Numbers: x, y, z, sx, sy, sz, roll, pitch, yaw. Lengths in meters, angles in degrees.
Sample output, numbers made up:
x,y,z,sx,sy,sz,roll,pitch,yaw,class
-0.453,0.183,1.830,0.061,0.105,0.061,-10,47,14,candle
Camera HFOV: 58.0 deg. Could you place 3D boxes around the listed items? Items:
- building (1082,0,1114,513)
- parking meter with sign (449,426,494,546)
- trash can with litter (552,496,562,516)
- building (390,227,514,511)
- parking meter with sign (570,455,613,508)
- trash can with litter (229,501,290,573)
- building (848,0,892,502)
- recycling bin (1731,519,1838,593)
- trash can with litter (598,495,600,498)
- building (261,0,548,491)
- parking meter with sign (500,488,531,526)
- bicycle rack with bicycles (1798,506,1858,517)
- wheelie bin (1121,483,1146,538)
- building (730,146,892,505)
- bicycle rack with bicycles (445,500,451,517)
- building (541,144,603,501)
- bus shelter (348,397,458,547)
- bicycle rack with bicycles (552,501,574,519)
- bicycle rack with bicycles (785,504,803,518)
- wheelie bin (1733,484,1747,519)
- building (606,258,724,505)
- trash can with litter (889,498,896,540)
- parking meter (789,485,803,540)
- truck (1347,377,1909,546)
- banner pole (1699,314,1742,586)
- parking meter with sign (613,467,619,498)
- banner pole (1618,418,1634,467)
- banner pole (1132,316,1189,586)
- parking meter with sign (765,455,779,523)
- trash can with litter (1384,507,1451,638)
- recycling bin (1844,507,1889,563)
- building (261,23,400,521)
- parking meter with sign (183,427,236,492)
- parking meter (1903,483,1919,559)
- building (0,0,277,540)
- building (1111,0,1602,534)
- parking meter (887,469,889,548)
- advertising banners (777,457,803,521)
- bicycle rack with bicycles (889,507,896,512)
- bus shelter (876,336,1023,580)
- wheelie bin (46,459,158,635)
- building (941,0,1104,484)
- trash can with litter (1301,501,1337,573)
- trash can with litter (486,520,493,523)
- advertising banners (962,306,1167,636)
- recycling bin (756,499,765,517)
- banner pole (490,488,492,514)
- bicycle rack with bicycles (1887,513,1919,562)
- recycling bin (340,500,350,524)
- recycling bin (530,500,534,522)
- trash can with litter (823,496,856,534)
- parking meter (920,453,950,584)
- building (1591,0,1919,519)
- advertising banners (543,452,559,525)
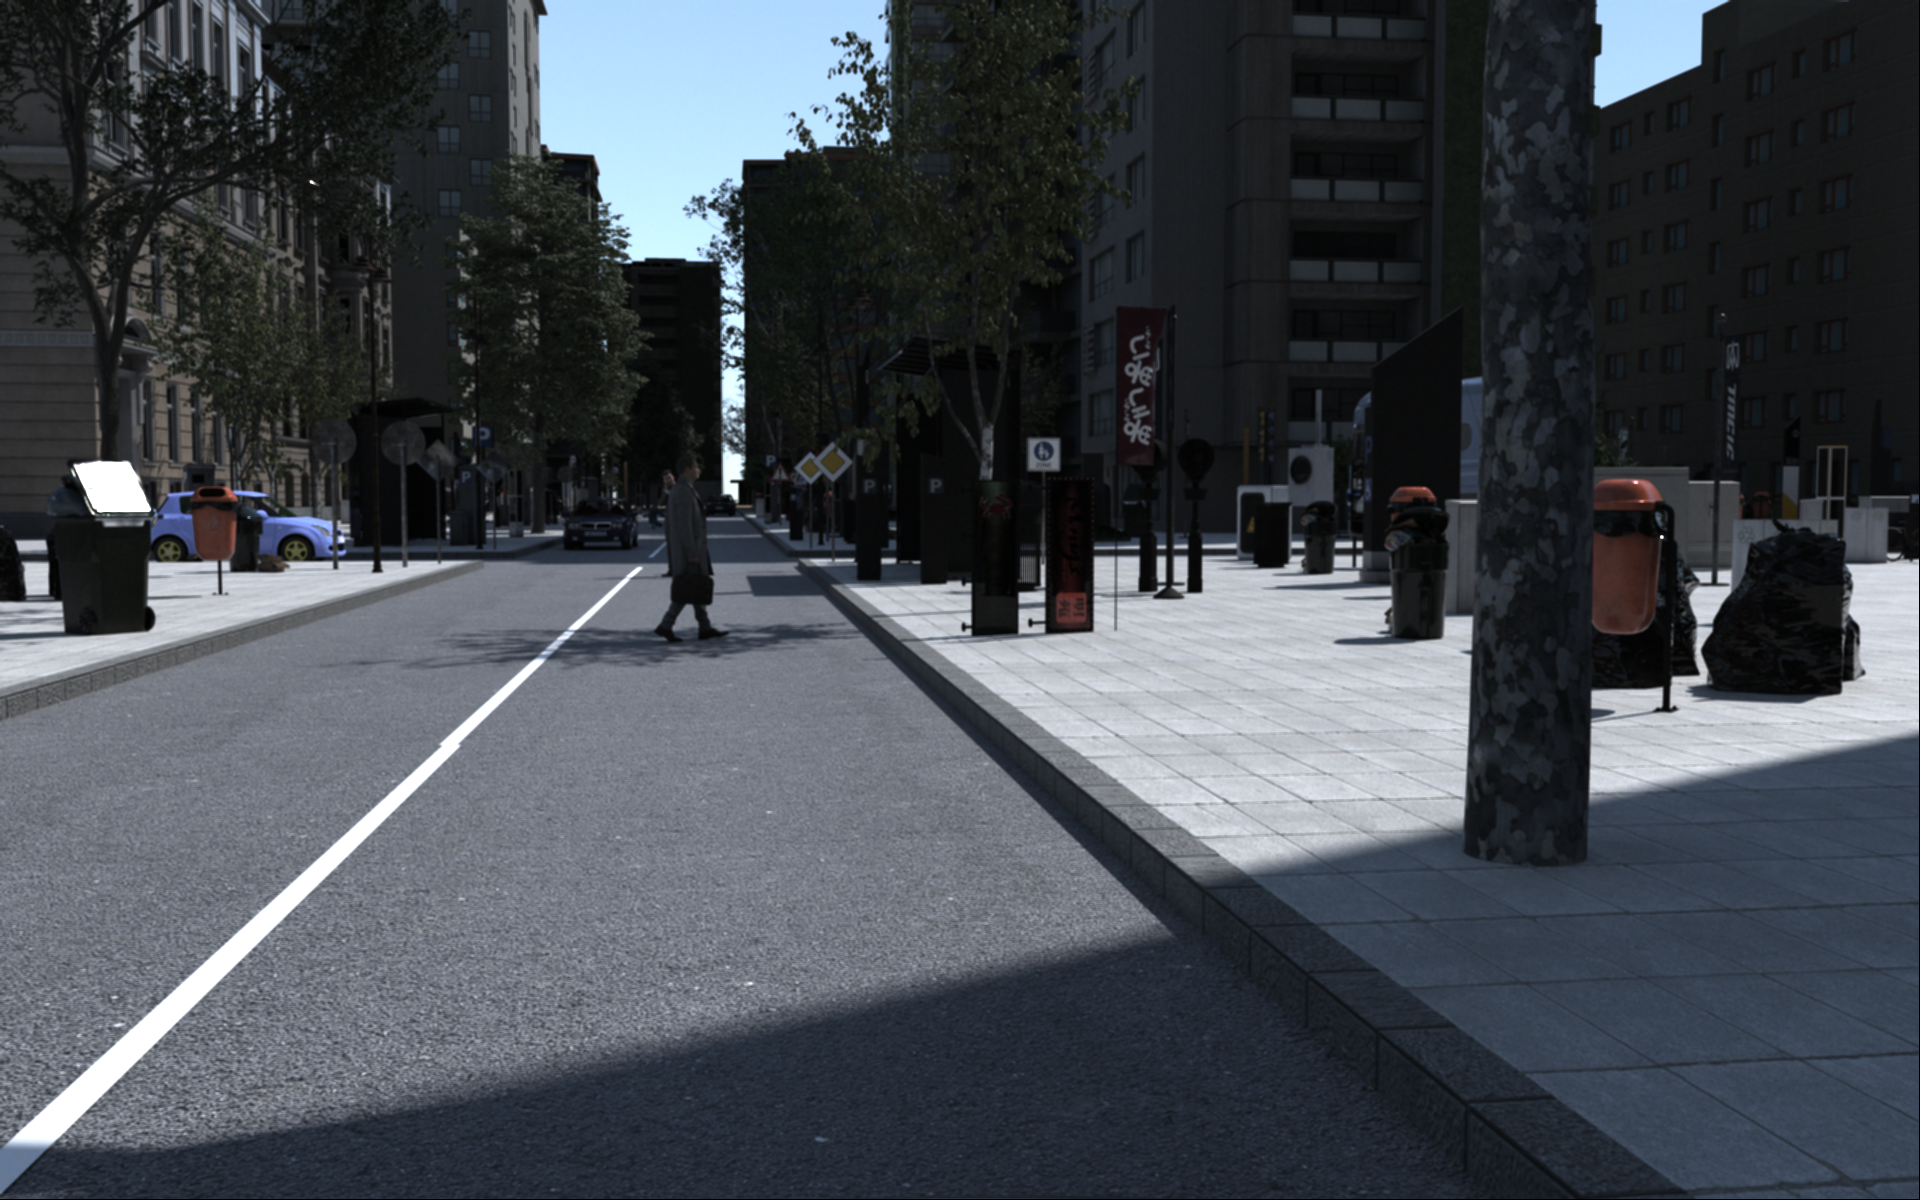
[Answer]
x,y,z,sx,sy,sz,roll,pitch,yaw,class
2.639,-27.219,128.622,14.154,41.232,14.086,0,4,-8,building
-12.345,-2.901,43.697,0.543,3.016,1.738,0,4,8,parking meter with sign
-23.726,-5.466,100.752,1.055,1.170,0.624,-2,4,-24,trash can with litter
-48.117,-17.129,125.104,27.650,21.520,28.899,0,4,-8,building
-16.593,-4.980,77.682,0.543,3.016,1.738,3,5,44,parking meter with sign
-11.582,-1.052,28.584,1.055,1.170,0.624,1,4,13,trash can with litter
1.503,-52.117,164.783,22.319,86.520,31.000,0,4,-8,building
8.201,-0.287,17.241,0.722,1.027,0.722,-2,4,-33,recycling bin
-21.042,-5.355,98.604,2.233,1.210,1.678,-1,4,-12,trash can with litter
-53.373,-34.951,160.681,27.495,52.752,28.713,0,4,-8,building
-17.867,-4.538,70.456,1.738,3.016,0.543,0,4,0,parking meter with sign
26.846,-2.463,53.657,2.852,0.926,2.925,1,4,10,bicycle rack with bicycles
5.208,-2.654,51.296,0.980,1.594,0.693,3,5,41,wheelie bin
-14.925,-34.641,220.997,28.867,44.769,22.147,0,4,-8,building
-28.162,-5.037,95.733,2.925,0.926,2.852,1,4,22,bicycle rack with bicycles
-59.152,-34.231,214.307,28.867,44.769,22.147,0,4,-8,building
-14.385,-3.289,45.060,1.731,3.624,6.357,0,4,-8,bus shelter
-20.833,-4.672,89.766,2.852,0.926,2.925,-3,4,-37,bicycle rack with bicycles
-8.327,-4.849,92.655,2.852,0.926,2.925,2,4,30,bicycle rack with bicycles
22.282,-2.571,49.937,0.693,1.594,0.980,1,4,18,wheelie bin
-36.536,-27.113,214.992,14.107,30.474,14.160,0,4,-8,building
-2.134,-2.303,49.036,1.055,1.170,0.624,3,4,38,trash can with litter
-4.539,-2.422,48.003,0.372,1.533,0.369,0,3,0,parking meter
17.703,-3.106,40.535,18.799,4.110,2.967,-1,4,-9,truck
10.579,-2.075,23.943,0.401,3.779,0.863,0,4,0,banner pole
-22.522,-7.003,110.756,1.738,3.016,0.543,3,5,44,parking meter with sign
21.759,-4.072,56.587,0.863,3.779,0.401,-2,4,-31,banner pole
2.795,-2.107,24.460,0.863,3.779,0.401,3,4,38,banner pole
-8.352,-4.959,77.333,0.543,3.016,1.738,0,4,-1,parking meter with sign
4.054,-0.263,15.690,0.624,1.170,1.055,0,4,1,trash can with litter
16.929,-1.218,32.472,0.722,1.027,0.722,1,4,17,recycling bin
-36.042,-16.216,84.224,14.460,24.649,34.723,0,4,-8,building
-19.539,-2.947,44.440,1.738,3.016,0.543,-3,4,-39,parking meter with sign
18.945,-1.586,34.347,0.372,1.533,0.369,0,3,0,parking meter
-31.807,-16.576,56.918,13.634,28.700,20.117,0,4,-8,building
12.435,-23.032,60.167,14.086,41.232,14.154,0,4,-8,building
-1.905,-2.163,41.078,0.399,1.863,0.255,-1,4,-17,parking meter
-8.202,-5.335,83.419,0.090,3.025,2.074,2,4,32,advertising banners
-2.419,-4.714,90.461,2.925,0.926,2.852,1,4,19,bicycle rack with bicycles
-0.263,-2.309,29.042,1.731,3.624,6.357,0,4,-8,bus shelter
-7.952,-0.495,16.007,0.693,1.594,0.980,2,4,29,wheelie bin
10.665,-26.864,93.850,22.147,44.769,28.867,0,4,-8,building
5.754,-1.027,28.180,0.624,1.170,1.055,0,4,-1,trash can with litter
-21.547,-4.078,77.732,1.678,1.210,2.233,-1,4,-14,trash can with litter
0.988,-1.210,15.965,2.074,3.025,0.090,-1,4,-22,advertising banners
-10.786,-5.082,95.649,0.722,1.027,0.722,-3,5,-42,recycling bin
-29.899,-7.402,111.041,0.401,3.779,0.863,3,5,45,banner pole
18.961,-1.136,31.961,2.852,0.926,2.925,0,4,-7,bicycle rack with bicycles
-26.253,-3.800,74.684,0.722,1.027,0.722,0,4,-6,recycling bin
-19.511,-4.140,80.236,0.722,1.027,0.722,1,4,22,recycling bin
-3.577,-2.773,56.389,2.233,1.210,1.678,-2,4,-34,trash can with litter
-0.355,-1.165,24.762,0.399,1.863,0.255,-1,4,-11,parking meter
44.257,-13.806,70.774,28.899,21.520,27.650,0,4,-8,building
-17.241,-4.669,72.530,0.090,3.025,2.074,0,4,8,advertising banners
